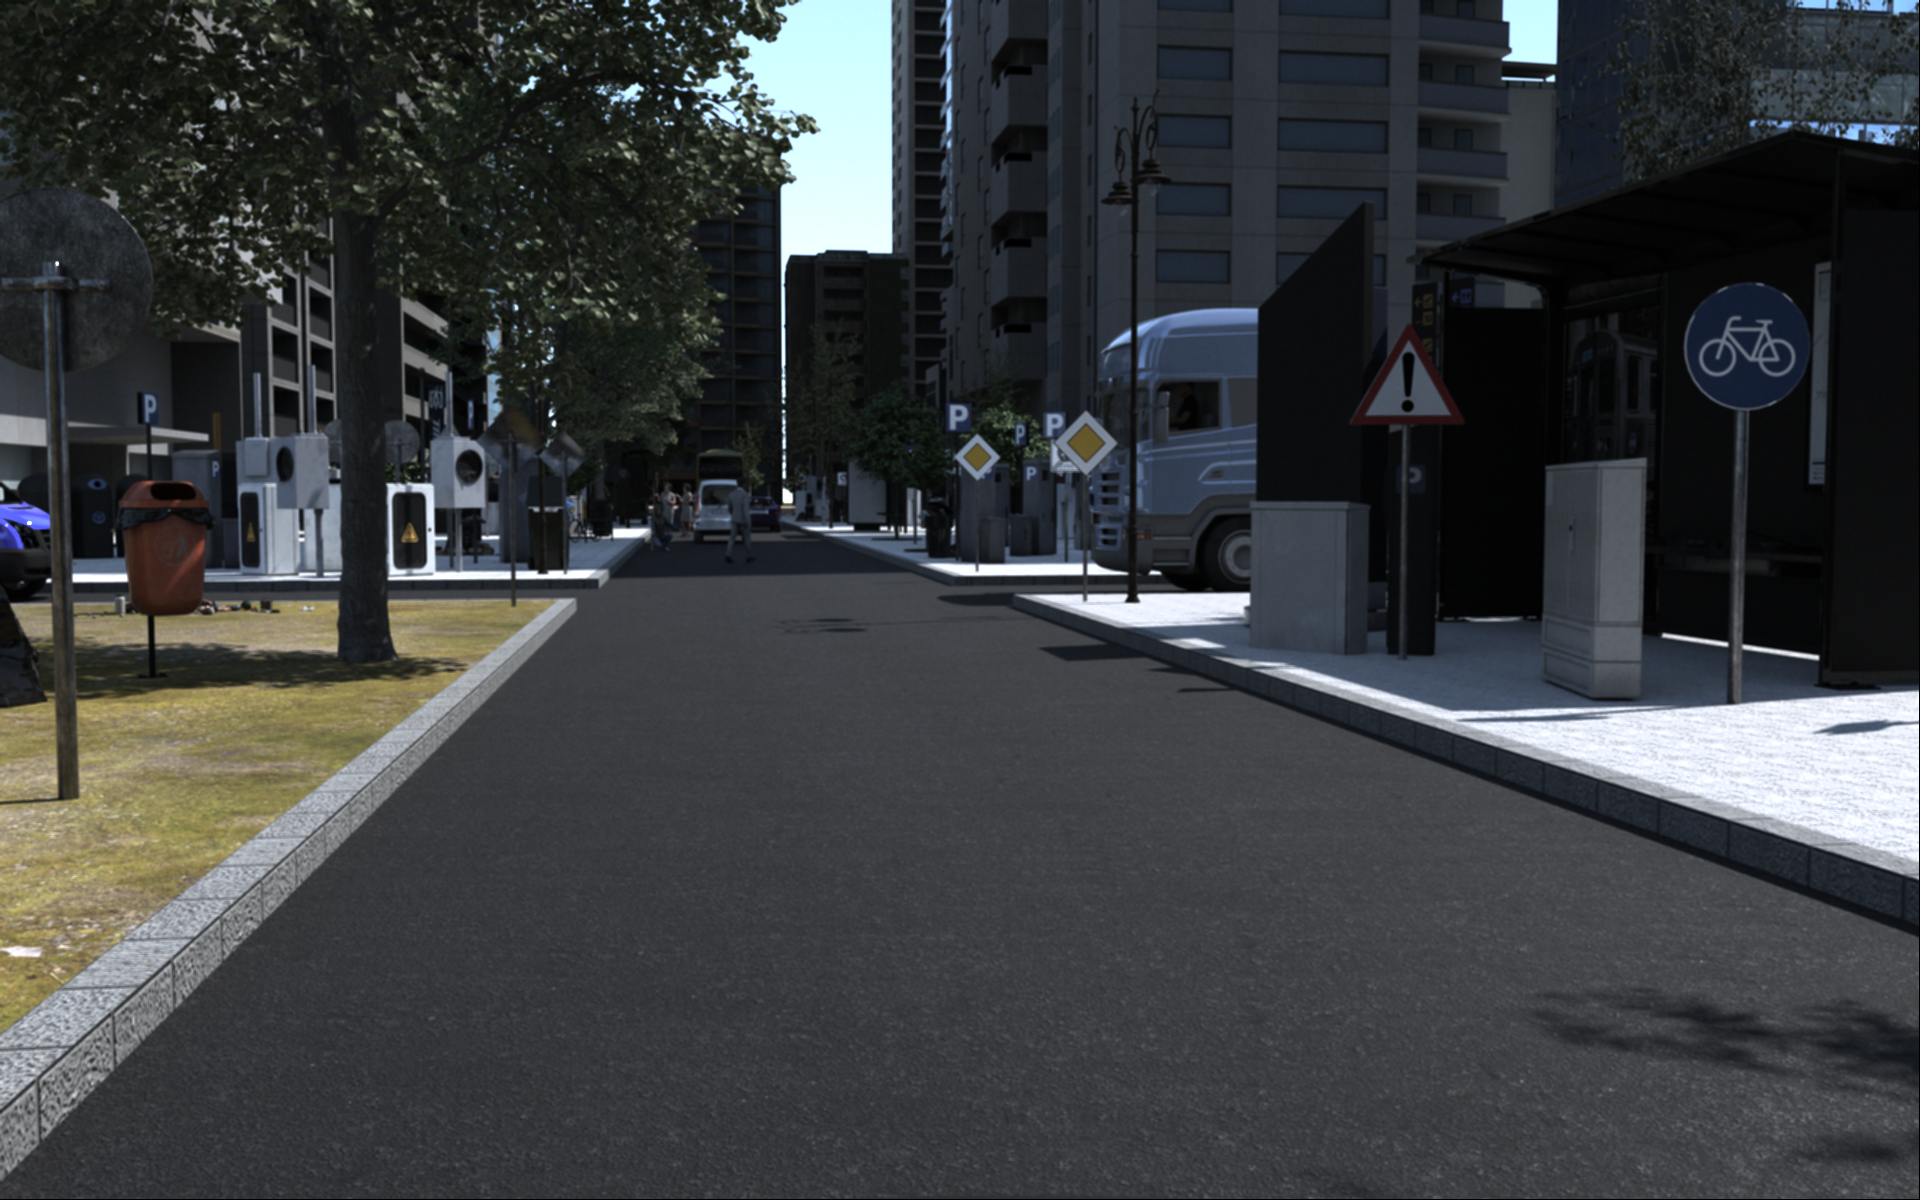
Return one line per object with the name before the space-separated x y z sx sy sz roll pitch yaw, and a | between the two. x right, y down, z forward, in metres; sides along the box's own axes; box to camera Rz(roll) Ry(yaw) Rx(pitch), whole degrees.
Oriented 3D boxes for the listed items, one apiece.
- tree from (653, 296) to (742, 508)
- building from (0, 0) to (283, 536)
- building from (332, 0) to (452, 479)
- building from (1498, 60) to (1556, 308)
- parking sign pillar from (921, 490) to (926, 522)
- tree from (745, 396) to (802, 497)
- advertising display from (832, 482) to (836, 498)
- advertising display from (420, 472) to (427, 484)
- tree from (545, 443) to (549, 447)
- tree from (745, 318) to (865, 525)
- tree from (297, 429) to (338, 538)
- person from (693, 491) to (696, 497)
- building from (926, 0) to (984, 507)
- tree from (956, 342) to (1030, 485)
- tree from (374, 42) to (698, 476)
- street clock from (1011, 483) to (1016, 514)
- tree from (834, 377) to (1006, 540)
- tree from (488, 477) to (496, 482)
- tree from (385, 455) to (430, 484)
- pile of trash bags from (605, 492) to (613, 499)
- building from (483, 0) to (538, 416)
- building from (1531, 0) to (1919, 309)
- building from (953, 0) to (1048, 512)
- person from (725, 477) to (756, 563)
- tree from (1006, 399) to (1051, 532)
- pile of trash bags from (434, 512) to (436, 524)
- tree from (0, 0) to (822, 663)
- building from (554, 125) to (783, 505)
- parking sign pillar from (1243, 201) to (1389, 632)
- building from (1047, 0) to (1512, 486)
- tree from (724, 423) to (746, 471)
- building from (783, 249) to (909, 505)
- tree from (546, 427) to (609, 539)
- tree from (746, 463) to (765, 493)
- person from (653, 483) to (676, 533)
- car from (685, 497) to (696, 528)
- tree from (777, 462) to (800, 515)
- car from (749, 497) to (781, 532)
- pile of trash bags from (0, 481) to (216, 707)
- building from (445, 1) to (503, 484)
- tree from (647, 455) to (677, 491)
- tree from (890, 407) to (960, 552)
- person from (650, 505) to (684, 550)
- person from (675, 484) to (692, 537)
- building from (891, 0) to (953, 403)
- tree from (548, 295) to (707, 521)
tree | -26.614 -18.413 156.937 12.611 20.169 13.585 0 3 0
building | -37.993 -28.410 53.742 28.713 52.752 27.495 -1 4 -9
building | -44.553 -29.650 108.473 21.300 48.544 21.600 -1 4 -9
building | 49.204 -29.554 166.796 14.086 41.232 14.154 -1 4 -9
parking sign pillar | -1.975 -5.119 72.164 1.447 3.967 1.447 -3 4 -38
tree | -14.162 -10.965 129.641 4.360 8.622 3.978 0 3 0
advertising display | -6.664 -5.295 91.793 0.123 1.923 0.974 0 3 0
advertising display | -15.617 -2.768 50.471 0.123 1.923 0.974 -1 4 -12
tree | -23.827 -6.874 96.108 4.285 4.588 4.351 0 3 0
tree | -5.834 -7.449 72.149 4.737 8.622 4.395 0 3 0
tree | -19.582 -3.470 51.334 1.663 3.219 1.824 0 3 0
person | -24.100 -9.104 158.019 0.621 1.740 0.551 3 5 40
building | 6.626 -51.268 150.902 22.319 86.520 31.000 -1 4 -9
tree | 1.566 -8.121 83.139 4.737 8.622 4.395 0 3 0
tree | -9.859 -7.013 40.419 9.928 11.665 9.643 0 3 0
street clock | 3.016 -5.708 97.890 0.358 2.002 0.471 0 4 6
tree | -1.694 -3.960 48.464 4.285 4.588 4.351 0 3 0
tree | -20.684 -4.859 74.042 1.663 3.219 1.824 0 3 0
tree | -16.882 -3.556 52.742 1.663 3.219 1.824 0 3 0
pile of trash bags | -18.469 -4.530 83.825 3.447 1.369 1.912 1 4 10
building | -65.475 -54.386 201.881 31.000 86.520 22.319 -1 4 -9
building | 34.657 -45.474 56.167 31.000 86.520 22.319 -1 4 -9
building | 14.666 -32.596 122.181 28.713 52.752 27.495 -1 4 -9
person | -4.626 -1.684 36.313 0.678 1.792 0.850 2 4 31
tree | 1.643 -4.650 59.737 4.285 4.588 4.351 0 3 0
pile of trash bags | -12.856 -1.806 39.280 1.912 1.369 3.447 -2 4 -26
tree | -5.047 -5.808 13.082 7.486 12.596 7.792 0 3 0
building | -35.732 -33.858 208.206 28.867 44.769 22.147 -1 4 -9
parking sign pillar | 3.477 -1.723 16.649 1.447 3.967 1.447 -3 4 -38
building | 15.292 -33.616 91.622 21.231 58.520 28.212 -1 4 -9
tree | -20.797 -13.422 169.817 4.737 8.622 4.395 0 3 0
building | -13.753 -26.674 207.814 14.107 30.474 14.160 -1 4 -9
tree | -11.170 -3.390 50.033 1.663 3.219 1.824 0 3 0
tree | -21.536 -11.704 175.070 4.285 4.588 4.351 0 3 0
person | -9.151 -2.728 53.458 0.716 1.782 0.532 1 4 13
car | -10.979 -3.785 74.468 1.945 1.354 3.894 -1 4 -10
tree | -10.059 -6.773 105.341 1.663 3.219 1.824 0 3 0
car | -7.762 -3.261 65.903 1.945 1.354 3.894 -1 4 -10
pile of trash bags | -6.422 -0.069 10.885 1.912 1.369 3.447 3 5 42
building | -48.394 -30.694 151.955 14.200 45.320 14.600 -1 4 -9
tree | -28.757 -13.326 168.237 4.360 8.622 3.978 0 3 0
tree | -0.801 -2.693 38.636 1.663 3.219 1.824 0 3 0
person | -7.499 -1.833 43.973 1.012 1.151 0.738 -2 4 -33
person | -9.183 -2.970 57.418 0.532 1.782 0.716 -2 4 -34
building | 2.882 -47.361 212.610 20.611 71.187 20.563 -1 4 -9
tree | -15.902 -8.949 80.723 7.601 10.594 8.767 1 4 17
